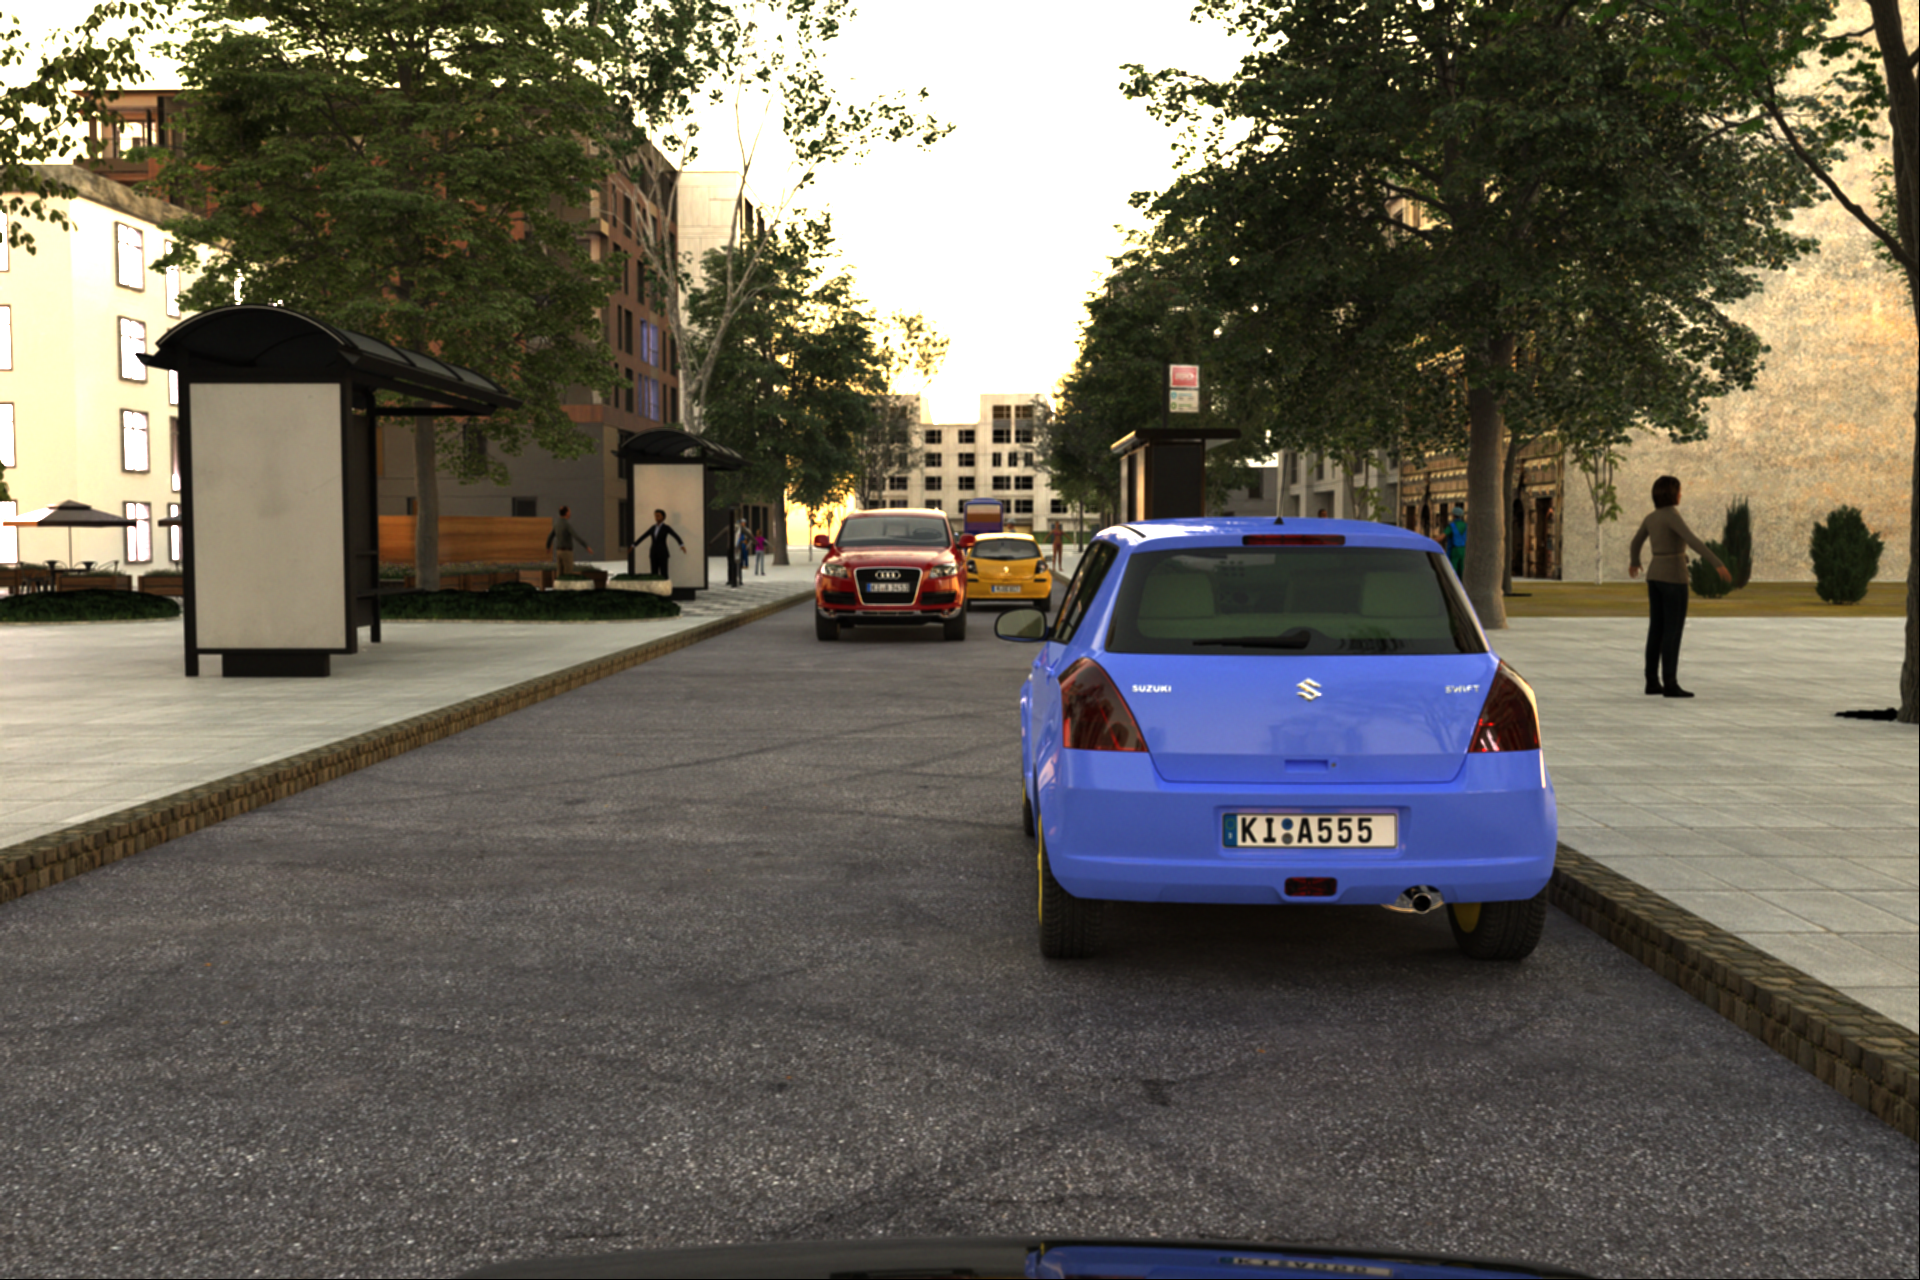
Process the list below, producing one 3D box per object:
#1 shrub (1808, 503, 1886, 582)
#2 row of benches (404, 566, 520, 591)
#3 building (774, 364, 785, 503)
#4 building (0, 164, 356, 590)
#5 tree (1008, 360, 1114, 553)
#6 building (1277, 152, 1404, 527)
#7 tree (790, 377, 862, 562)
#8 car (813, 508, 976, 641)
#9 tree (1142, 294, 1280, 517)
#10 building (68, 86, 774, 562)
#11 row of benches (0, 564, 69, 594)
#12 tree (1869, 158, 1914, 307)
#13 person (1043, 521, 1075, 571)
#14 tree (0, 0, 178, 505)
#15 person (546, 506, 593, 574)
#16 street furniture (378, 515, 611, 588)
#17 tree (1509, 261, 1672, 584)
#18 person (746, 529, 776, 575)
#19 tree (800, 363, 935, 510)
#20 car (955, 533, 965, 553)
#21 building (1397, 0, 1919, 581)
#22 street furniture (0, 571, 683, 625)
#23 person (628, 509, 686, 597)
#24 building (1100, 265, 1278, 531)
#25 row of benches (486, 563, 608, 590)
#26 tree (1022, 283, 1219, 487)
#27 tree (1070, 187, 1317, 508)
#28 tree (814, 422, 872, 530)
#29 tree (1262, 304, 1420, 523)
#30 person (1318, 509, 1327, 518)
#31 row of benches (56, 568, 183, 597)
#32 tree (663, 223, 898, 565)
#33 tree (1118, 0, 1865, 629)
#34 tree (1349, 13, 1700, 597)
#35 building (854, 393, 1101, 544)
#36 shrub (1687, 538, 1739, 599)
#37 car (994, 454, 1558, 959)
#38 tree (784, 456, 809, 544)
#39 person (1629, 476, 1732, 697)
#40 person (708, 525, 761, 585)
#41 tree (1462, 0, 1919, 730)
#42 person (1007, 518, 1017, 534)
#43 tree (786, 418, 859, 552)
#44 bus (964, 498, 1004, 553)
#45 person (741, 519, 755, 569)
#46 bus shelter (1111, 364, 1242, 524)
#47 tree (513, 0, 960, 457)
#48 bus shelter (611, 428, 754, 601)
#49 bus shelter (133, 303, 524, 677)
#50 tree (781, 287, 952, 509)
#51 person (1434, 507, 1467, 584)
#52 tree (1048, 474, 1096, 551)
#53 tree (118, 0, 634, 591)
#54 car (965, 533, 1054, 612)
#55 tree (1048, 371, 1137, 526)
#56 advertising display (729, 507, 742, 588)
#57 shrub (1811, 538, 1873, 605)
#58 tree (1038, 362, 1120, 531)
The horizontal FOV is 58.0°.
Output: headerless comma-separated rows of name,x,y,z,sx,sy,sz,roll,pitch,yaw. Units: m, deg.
shrub,21.064,-2.248,41.180,1.690,2.028,1.600,0,3,0
row of benches,-9.236,-1.025,32.216,1.422,0.672,4.104,0,4,7
building,-24.718,-19.834,180.708,16.016,20.090,11.380,0,4,1
building,-24.428,-6.813,53.535,9.099,9.664,28.070,0,4,1
tree,8.405,-12.762,119.036,12.009,13.543,11.850,0,3,0
building,26.016,-13.116,80.905,16.747,18.905,31.486,0,4,0
tree,-6.763,-7.982,80.875,4.737,8.622,4.395,0,3,0
car,-0.914,-0.999,25.000,2.281,1.827,5.304,0,4,0
tree,7.401,-6.335,53.945,4.360,8.622,3.978,0,3,0
building,-26.443,-15.410,95.936,27.936,21.610,32.646,0,4,2
row of benches,-20.143,-1.241,35.758,1.422,0.672,4.104,1,4,13
tree,21.064,-6.529,32.508,9.928,11.665,9.643,0,3,0
person,3.424,-3.269,60.248,1.217,1.733,0.721,-1,4,-22
tree,-8.321,-3.821,12.840,4.737,8.622,4.395,0,3,0
person,-7.295,-1.579,32.086,1.348,1.796,0.705,3,5,40
street furniture,-13.539,-2.192,42.698,11.010,1.723,9.812,1,4,23
tree,16.052,-5.719,43.873,4.737,8.622,4.395,0,3,0
person,-6.215,-2.729,53.886,0.991,1.433,0.599,1,4,14
tree,-6.652,-12.864,120.702,12.009,13.543,11.850,0,3,0
car,-0.626,-4.005,75.077,1.945,1.707,3.694,0,4,1
building,25.784,-13.760,55.906,19.493,23.208,18.063,0,4,0
street furniture,-9.254,-0.703,27.117,10.072,0.657,5.734,0,4,1
person,-5.635,-1.562,32.263,1.216,1.740,0.721,1,4,20
building,25.765,-18.600,148.078,27.936,21.610,32.646,0,4,1
row of benches,-8.610,-1.247,35.858,1.422,0.672,4.104,-3,5,-44
tree,8.087,-10.586,83.453,12.009,13.543,11.850,0,3,0
tree,8.154,-9.565,63.039,9.857,13.997,8.962,0,3,0
tree,-7.030,-9.253,101.641,4.737,8.622,4.395,0,3,0
tree,10.431,-5.855,46.084,4.737,8.622,4.395,0,3,0
person,7.608,-1.842,36.345,1.346,1.802,0.704,-1,4,-16
row of benches,-13.898,-0.943,30.883,4.104,0.672,1.422,0,4,-1
tree,-7.403,-10.048,70.948,9.857,13.997,8.962,0,3,0
tree,7.020,-7.132,23.260,9.857,13.997,8.962,0,3,0
tree,11.261,-6.711,35.488,9.928,11.665,9.643,0,3,0
building,3.286,-21.716,223.968,31.486,18.905,16.747,0,4,6
shrub,15.000,-1.432,34.537,1.383,1.207,1.383,0,3,0
car,1.112,0.150,7.142,1.945,1.707,3.694,0,4,1
tree,-22.620,-19.205,224.365,12.009,13.543,11.850,0,3,0
person,5.670,-0.426,13.727,0.721,1.744,1.215,-1,4,-13
person,-5.699,-2.302,43.768,1.348,1.813,0.705,0,4,-3
tree,6.516,-5.250,11.588,9.928,11.665,9.643,0,3,0
person,1.338,-2.296,45.849,0.705,1.847,1.347,1,4,17
tree,-6.686,-8.624,91.361,4.360,8.622,3.978,0,3,0
bus,1.622,-7.727,117.889,2.896,3.916,12.251,0,4,1
person,-8.008,-3.551,63.917,1.347,1.847,0.705,3,4,37
bus shelter,4.568,-3.727,38.575,2.179,5.291,8.768,0,4,0
tree,-6.907,-11.857,49.754,12.611,20.169,13.585,0,3,0
bus shelter,-5.606,-2.558,35.749,2.014,3.302,5.546,0,4,1
bus shelter,-6.214,-1.471,17.980,2.014,3.302,5.546,0,3,0
tree,-7.329,-16.975,133.434,12.611,20.169,13.585,0,3,0
person,9.860,-1.733,34.460,1.347,1.817,0.704,-2,4,-24
tree,8.647,-10.982,129.922,4.737,8.622,4.395,0,3,0
tree,-8.534,-6.603,26.093,7.486,12.596,7.792,0,3,0
car,0.833,-1.413,33.327,2.015,1.641,3.980,0,3,0
tree,8.393,-9.884,96.020,8.767,10.594,7.601,3,4,38
advertising display,-5.426,-2.243,41.884,0.123,1.923,0.974,0,4,3
shrub,16.022,-1.245,31.470,1.383,1.207,1.383,0,3,0
tree,8.611,-11.555,107.055,7.486,12.596,7.792,0,3,0
